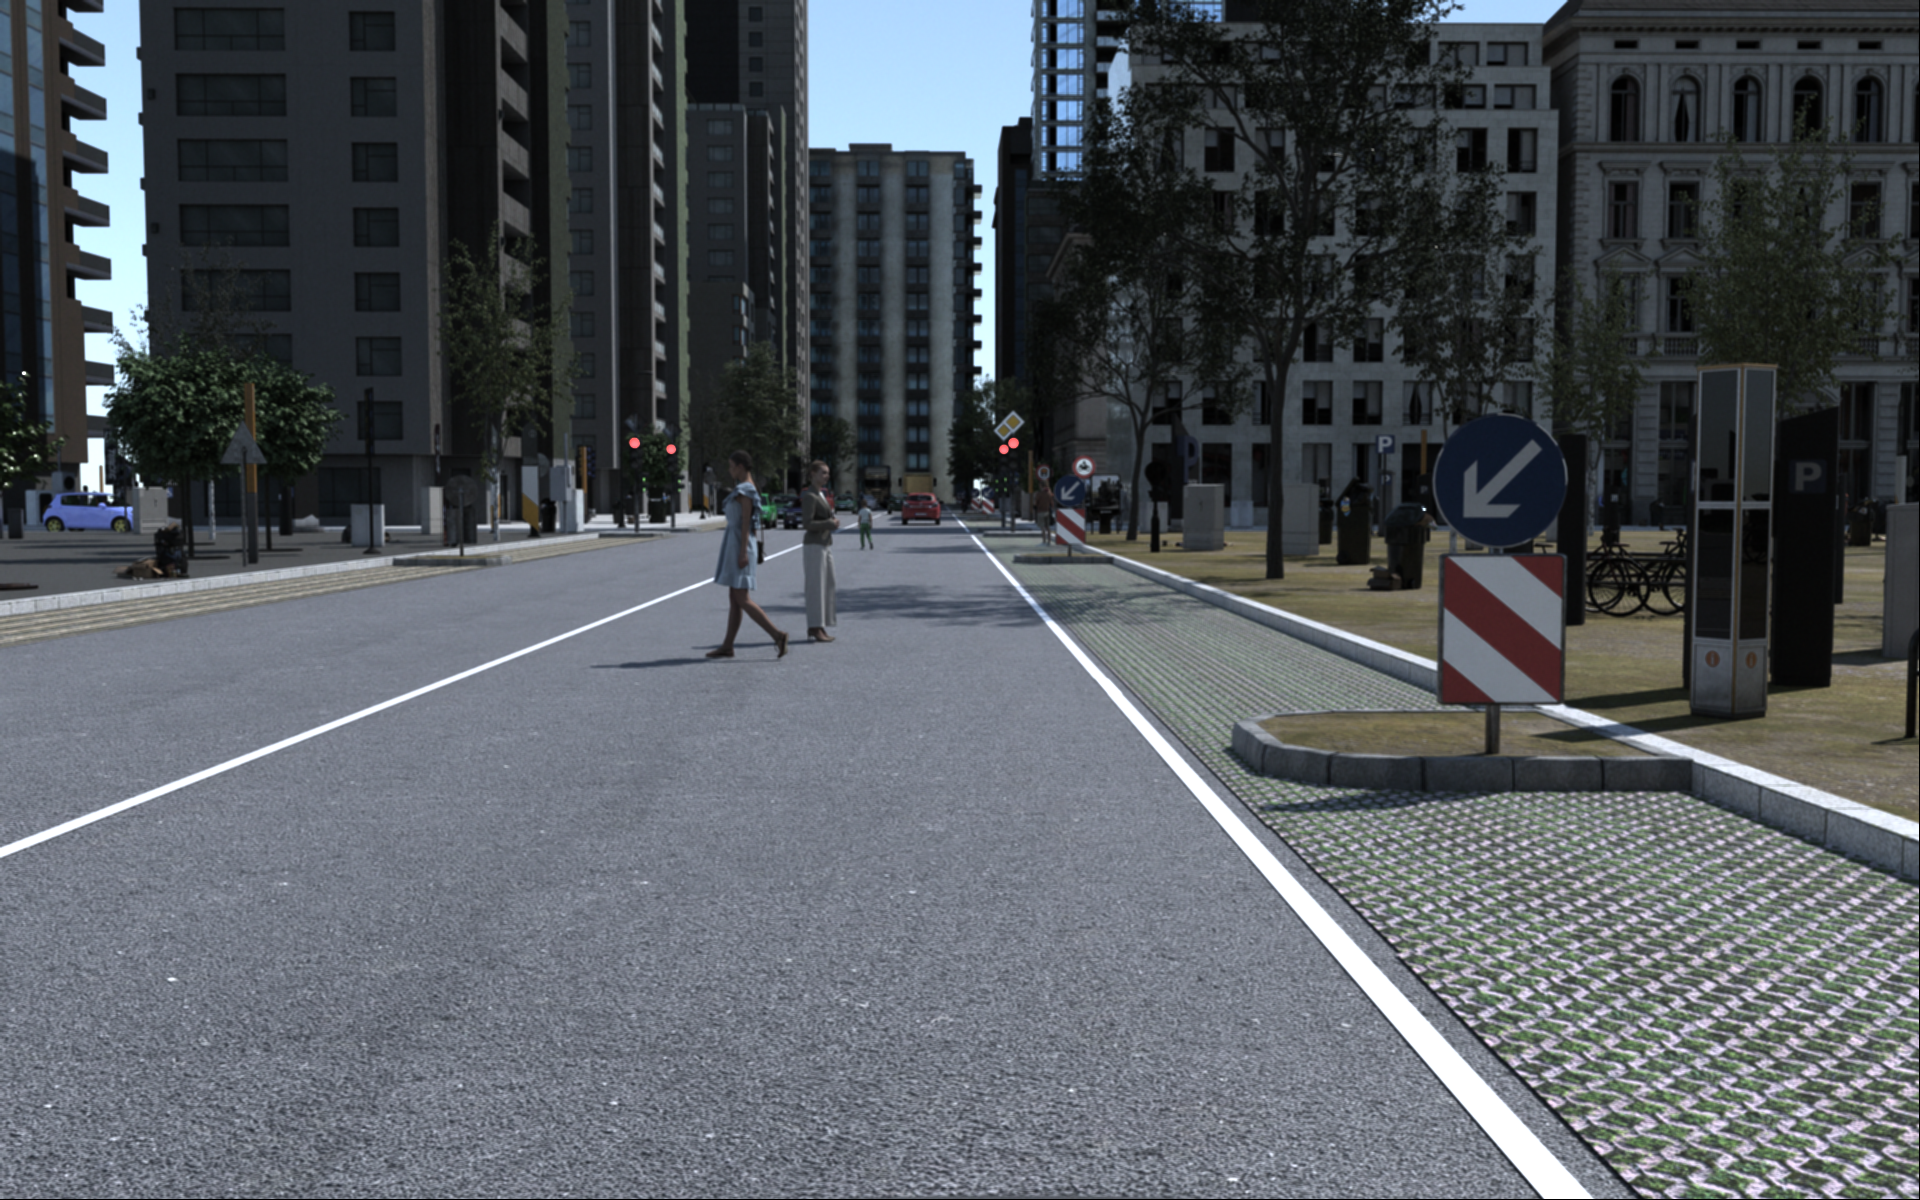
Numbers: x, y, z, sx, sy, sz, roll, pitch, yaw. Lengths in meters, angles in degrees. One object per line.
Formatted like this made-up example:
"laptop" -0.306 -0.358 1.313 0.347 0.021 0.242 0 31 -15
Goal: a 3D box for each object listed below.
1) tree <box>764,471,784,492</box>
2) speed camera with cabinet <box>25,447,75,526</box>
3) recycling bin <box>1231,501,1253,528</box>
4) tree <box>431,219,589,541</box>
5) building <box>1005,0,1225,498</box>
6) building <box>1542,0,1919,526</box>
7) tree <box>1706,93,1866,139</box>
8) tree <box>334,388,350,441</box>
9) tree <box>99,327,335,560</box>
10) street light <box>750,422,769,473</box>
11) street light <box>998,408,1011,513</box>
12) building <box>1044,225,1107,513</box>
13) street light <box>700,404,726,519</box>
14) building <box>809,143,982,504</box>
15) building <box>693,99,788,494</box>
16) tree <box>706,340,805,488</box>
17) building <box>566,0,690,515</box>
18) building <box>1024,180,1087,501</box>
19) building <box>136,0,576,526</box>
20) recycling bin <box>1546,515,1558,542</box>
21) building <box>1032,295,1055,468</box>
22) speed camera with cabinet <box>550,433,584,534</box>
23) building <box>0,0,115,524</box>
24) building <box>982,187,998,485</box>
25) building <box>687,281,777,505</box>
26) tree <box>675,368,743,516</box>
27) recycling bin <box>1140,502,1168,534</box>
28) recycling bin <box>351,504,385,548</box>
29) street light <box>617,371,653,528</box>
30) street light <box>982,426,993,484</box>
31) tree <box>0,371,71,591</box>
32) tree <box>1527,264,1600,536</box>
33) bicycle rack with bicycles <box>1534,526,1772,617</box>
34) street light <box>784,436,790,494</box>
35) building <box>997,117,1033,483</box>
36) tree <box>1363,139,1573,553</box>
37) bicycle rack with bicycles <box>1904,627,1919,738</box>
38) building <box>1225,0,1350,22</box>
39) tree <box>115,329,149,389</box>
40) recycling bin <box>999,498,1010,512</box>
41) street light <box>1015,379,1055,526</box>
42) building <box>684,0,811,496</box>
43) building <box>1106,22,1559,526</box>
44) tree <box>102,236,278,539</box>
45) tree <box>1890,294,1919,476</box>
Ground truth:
"tree" -15.050 -8.892 139.979 1.663 3.219 1.824 0 3 0
"speed camera with cabinet" -36.649 -4.615 69.794 0.660 3.252 2.038 1 4 16
"recycling bin" 10.687 -3.247 65.641 0.722 1.027 0.722 1 4 21
"tree" -12.595 -5.944 47.542 4.737 8.622 4.395 0 3 0
"building" 16.371 -53.218 182.784 22.319 86.520 31.000 0 4 -1
"building" 33.840 -15.014 74.357 19.941 23.489 11.050 0 4 -1
"tree" 15.634 -5.056 33.025 4.737 8.622 4.395 0 3 0
"tree" -15.564 -3.388 39.102 4.285 4.588 4.351 0 3 0
"tree" -15.310 -3.100 34.397 4.285 4.588 4.351 0 3 0
"street light" -13.051 -8.548 112.306 1.470 5.913 1.316 0 4 -1
"street light" 2.729 -7.385 93.282 1.470 5.913 1.316 0 4 -1
"building" 11.168 -14.960 109.231 10.561 19.102 19.286 0 4 -1
"street light" -12.717 -7.127 89.062 1.470 5.913 1.316 0 4 -1
"building" -12.297 -37.896 239.200 30.456 49.044 23.786 0 4 -1
"building" -25.251 -30.144 176.444 14.154 41.232 14.086 0 4 -1
"tree" -14.997 -12.809 127.547 7.486 12.596 7.792 0 3 0
"building" -25.765 -26.279 113.253 14.154 41.232 14.086 0 4 -1
"building" 12.920 -23.867 161.924 14.160 30.474 14.107 0 4 -1
"building" -25.203 -18.526 74.598 14.160 30.474 14.107 0 4 -1
"recycling bin" 16.172 -2.066 46.336 0.722 1.027 0.722 0 4 -8
"building" 13.870 -16.234 132.882 16.820 18.784 16.811 0 4 -1
"speed camera with cabinet" -12.921 -3.826 56.892 0.660 3.252 2.038 0 4 3
"building" -47.291 -25.961 74.568 14.200 45.320 14.600 0 4 -1
"building" 17.381 -35.703 238.366 28.867 44.769 22.147 0 4 -1
"building" -31.650 -18.988 155.498 27.650 21.520 28.899 0 4 -1
"tree" -14.435 -9.190 100.613 4.360 8.622 3.978 0 3 0
"recycling bin" 6.304 -2.683 56.426 0.722 1.027 0.722 -1 4 -16
"recycling bin" -14.327 -1.796 41.911 0.722 1.027 0.722 -1 4 -15
"street light" -12.331 -5.700 65.742 1.470 5.913 1.316 0 4 -1
"street light" 2.389 -8.873 117.613 1.470 5.913 1.316 0 4 -1
"tree" -12.911 -1.759 23.361 1.663 3.219 1.824 0 3 0
"tree" 19.438 -6.288 53.165 4.737 8.622 4.395 0 3 0
"bicycle rack with bicycles" 7.450 -0.332 18.815 2.925 0.926 2.852 2 4 27
"street light" -13.247 -10.000 136.037 1.470 5.913 1.316 0 4 -1
"building" 11.631 -34.032 206.533 14.600 45.320 14.200 0 4 -1
"tree" 10.304 -5.223 35.757 4.360 8.622 3.978 0 3 0
"bicycle rack with bicycles" 6.200 0.313 8.273 2.925 0.926 2.852 -1 4 -9
"building" 33.111 -46.793 203.323 20.611 71.187 20.563 0 4 -1
"tree" -35.911 -7.817 78.166 4.737 8.622 4.395 0 3 0
"recycling bin" 3.198 -6.748 122.890 0.722 1.027 0.722 -1 4 -12
"street light" 3.107 -5.950 69.828 1.470 5.913 1.316 0 4 -1
"building" -28.459 -46.685 201.550 20.611 71.187 20.563 0 4 -1
"building" 15.175 -13.399 73.824 16.860 20.320 10.420 0 4 -1
"tree" -21.407 -6.019 48.778 4.360 8.622 3.978 0 3 0
"tree" 25.410 -5.648 42.708 4.360 8.622 3.978 0 3 0
